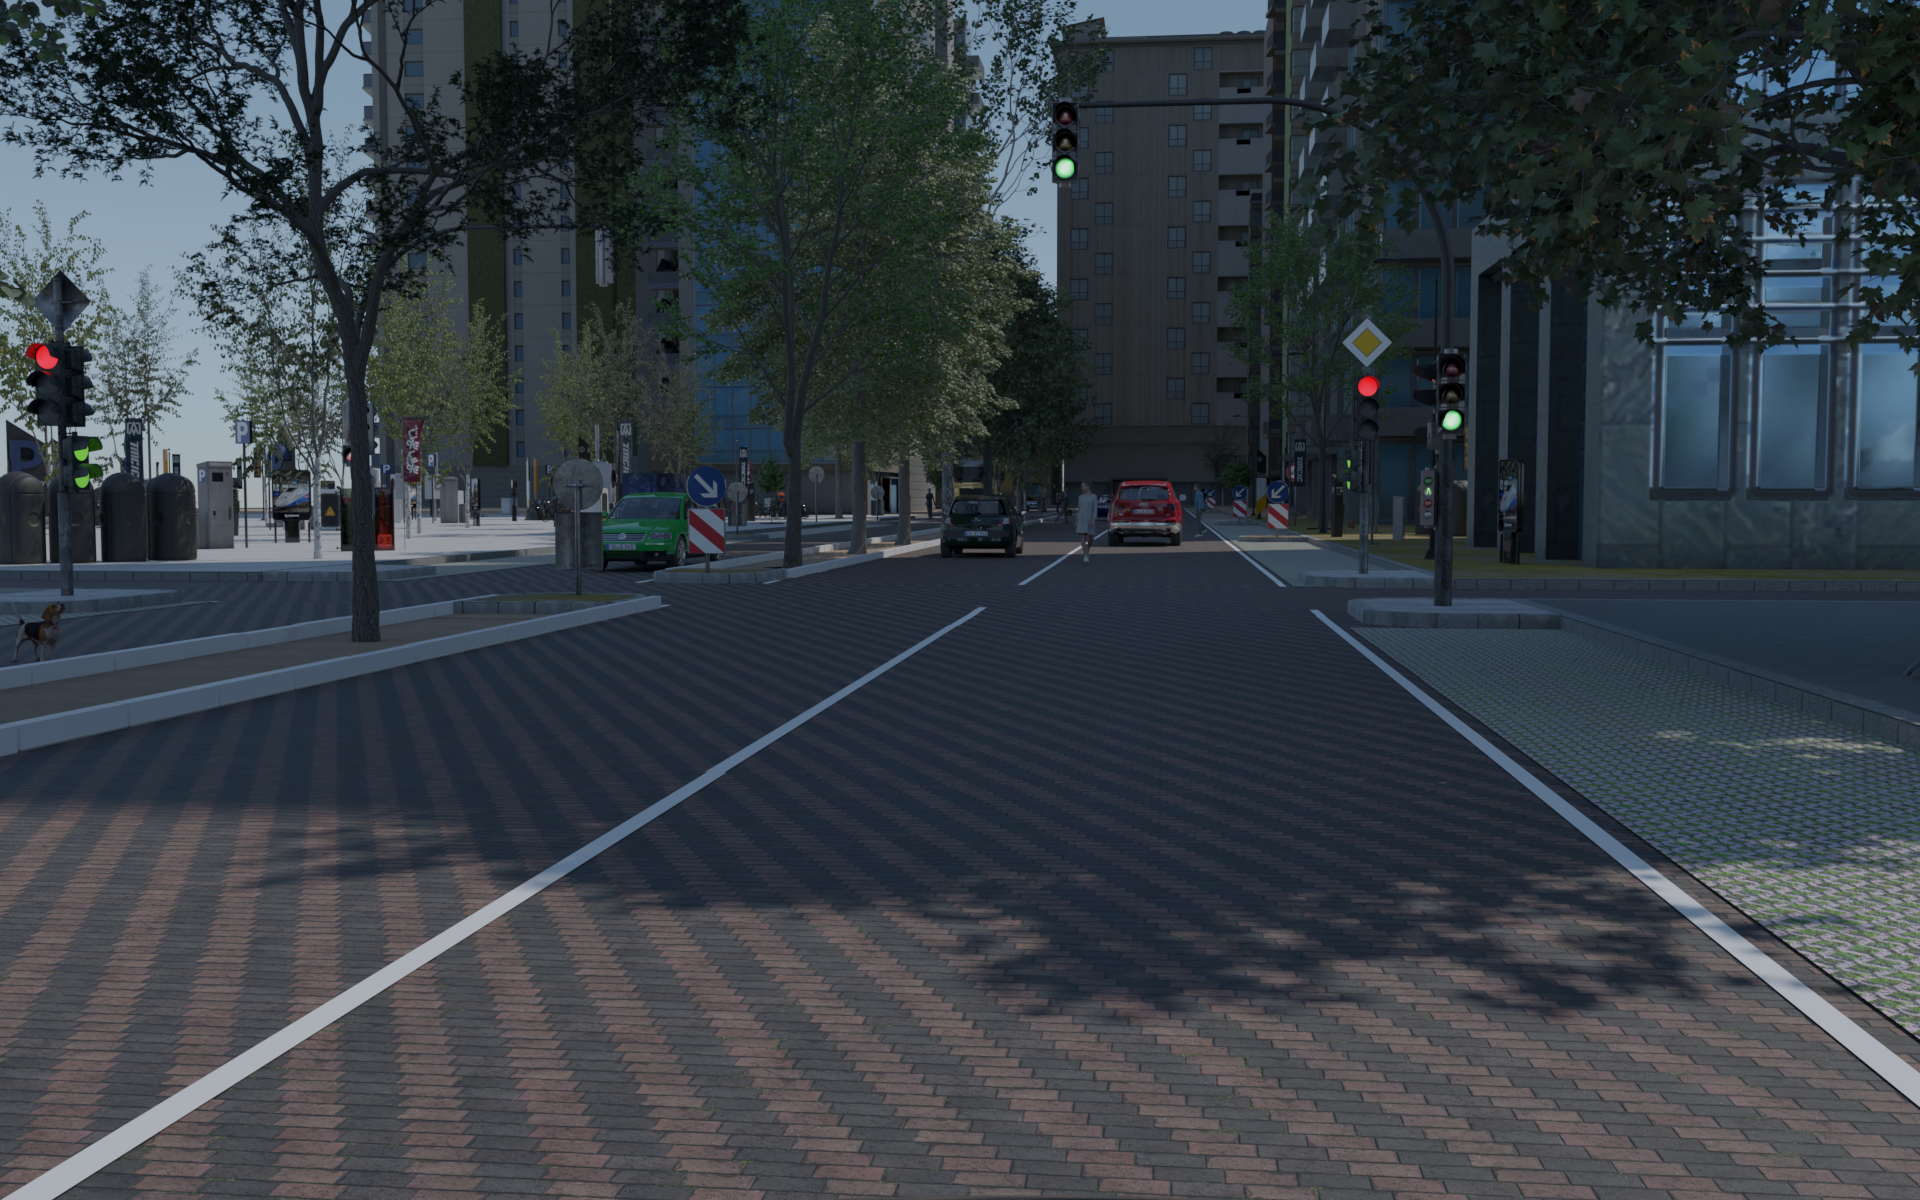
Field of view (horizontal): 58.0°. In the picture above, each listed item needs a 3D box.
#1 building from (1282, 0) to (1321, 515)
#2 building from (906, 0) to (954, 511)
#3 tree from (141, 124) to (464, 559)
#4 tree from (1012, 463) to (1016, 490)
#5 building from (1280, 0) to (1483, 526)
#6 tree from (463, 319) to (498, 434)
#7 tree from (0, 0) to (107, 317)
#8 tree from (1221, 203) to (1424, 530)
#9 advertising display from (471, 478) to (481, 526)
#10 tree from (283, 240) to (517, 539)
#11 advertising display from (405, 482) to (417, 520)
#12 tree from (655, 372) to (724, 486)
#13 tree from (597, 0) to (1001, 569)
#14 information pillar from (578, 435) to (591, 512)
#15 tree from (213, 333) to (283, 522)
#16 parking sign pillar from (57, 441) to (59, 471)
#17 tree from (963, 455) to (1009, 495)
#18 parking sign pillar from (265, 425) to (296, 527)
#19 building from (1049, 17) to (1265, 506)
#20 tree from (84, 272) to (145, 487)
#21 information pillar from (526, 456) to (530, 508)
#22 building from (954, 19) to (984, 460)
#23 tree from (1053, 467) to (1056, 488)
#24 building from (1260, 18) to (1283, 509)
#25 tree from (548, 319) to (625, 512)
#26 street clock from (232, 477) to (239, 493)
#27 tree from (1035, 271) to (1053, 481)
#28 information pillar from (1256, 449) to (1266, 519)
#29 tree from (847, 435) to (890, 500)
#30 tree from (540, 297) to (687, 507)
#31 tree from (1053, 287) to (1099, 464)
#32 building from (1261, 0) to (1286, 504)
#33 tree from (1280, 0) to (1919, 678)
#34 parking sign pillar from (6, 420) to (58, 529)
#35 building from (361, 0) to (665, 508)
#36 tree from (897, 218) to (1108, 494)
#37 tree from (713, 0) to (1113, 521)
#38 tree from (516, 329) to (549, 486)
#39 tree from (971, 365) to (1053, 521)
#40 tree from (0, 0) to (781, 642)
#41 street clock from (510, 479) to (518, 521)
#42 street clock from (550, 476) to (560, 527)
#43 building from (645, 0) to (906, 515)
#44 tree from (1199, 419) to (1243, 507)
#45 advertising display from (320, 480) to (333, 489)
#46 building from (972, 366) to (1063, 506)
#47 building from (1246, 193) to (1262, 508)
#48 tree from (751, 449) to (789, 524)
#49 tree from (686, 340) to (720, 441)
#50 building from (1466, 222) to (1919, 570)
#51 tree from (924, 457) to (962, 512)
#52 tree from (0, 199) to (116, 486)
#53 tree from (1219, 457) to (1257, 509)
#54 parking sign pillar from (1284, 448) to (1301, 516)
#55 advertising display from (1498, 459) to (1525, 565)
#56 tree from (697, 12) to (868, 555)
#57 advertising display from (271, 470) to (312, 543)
[{"bbox_3d":[27.485,-26.040,109.343,14.154,41.232,14.086,0,4,7],"label":"building"},{"bbox_3d":[-12.605,-36.173,133.434,21.231,58.520,28.212,0,4,7],"label":"building"},{"bbox_3d":[-12.948,-5.129,34.216,4.360,8.622,3.978,0,3,0],"label":"tree"},{"bbox_3d":[3.871,-13.182,165.882,4.360,8.622,3.978,0,3,0],"label":"tree"},{"bbox_3d":[27.607,-28.155,79.935,23.786,49.044,30.456,0,4,7],"label":"building"},{"bbox_3d":[-17.453,-6.480,56.304,4.360,8.622,3.978,0,3,0],"label":"tree"},{"bbox_3d":[-6.935,-5.954,6.459,9.857,13.997,8.962,0,3,0],"label":"tree"},{"bbox_3d":[13.020,-8.365,62.527,9.928,11.665,9.643,0,3,0],"label":"tree"},{"bbox_3d":[-19.334,-3.913,69.198,0.123,1.923,0.974,-2,4,-30],"label":"advertising display"},{"bbox_3d":[-16.017,-6.059,49.431,4.737,8.622,4.395,0,3,0],"label":"tree"},{"bbox_3d":[-27.181,-4.914,85.555,0.123,1.923,0.974,1,4,18],"label":"advertising display"},{"bbox_3d":[-16.155,-9.333,102.949,4.737,8.622,4.395,0,3,0],"label":"tree"},{"bbox_3d":[-3.073,-6.367,32.311,9.928,11.665,9.643,0,3,0],"label":"tree"},{"bbox_3d":[-14.978,-4.755,69.094,0.504,3.616,0.183,0,4,-6],"label":"information pillar"},{"bbox_3d":[-31.761,-7.869,79.028,4.737,8.622,4.395,0,3,0],"label":"tree"},{"bbox_3d":[-42.812,-5.788,83.111,1.447,3.967,1.447,-3,5,-42],"label":"parking sign pillar"},{"bbox_3d":[1.268,-12.271,150.988,4.360,8.622,3.978,0,3,0],"label":"tree"},{"bbox_3d":[-26.184,-4.808,67.089,1.447,3.967,1.447,-3,5,-43],"label":"parking sign pillar"},{"bbox_3d":[24.954,-37.357,200.025,27.495,52.752,28.713,0,4,7],"label":"building"},{"bbox_3d":[-26.723,-6.453,55.876,4.360,8.622,3.978,0,3,0],"label":"tree"},{"bbox_3d":[-26.836,-7.114,107.669,0.183,3.616,0.504,-2,4,-28],"label":"information pillar"},{"bbox_3d":[-13.285,-33.533,167.871,30.456,49.044,23.786,0,4,7],"label":"building"},{"bbox_3d":[3.414,-8.434,90.714,4.737,8.622,4.395,0,3,0],"label":"tree"},{"bbox_3d":[34.005,-30.750,152.872,14.600,45.320,14.200,0,4,7],"label":"building"},{"bbox_3d":[-16.288,-7.529,73.463,4.737,8.622,4.395,0,3,0],"label":"tree"},{"bbox_3d":[-31.528,-4.325,75.291,0.471,2.002,0.358,3,5,43],"label":"street clock"},{"bbox_3d":[-1.628,-7.829,48.588,7.486,12.596,7.792,0,3,0],"label":"tree"},{"bbox_3d":[15.442,-5.961,88.814,0.504,3.616,0.183,0,4,6],"label":"information pillar"},{"bbox_3d":[-4.941,-9.245,101.523,4.360,8.622,3.978,0,3,0],"label":"tree"},{"bbox_3d":[-13.072,-6.972,64.353,4.360,8.622,3.978,0,3,0],"label":"tree"},{"bbox_3d":[2.861,-10.020,84.416,7.486,12.596,7.792,0,3,0],"label":"tree"},{"bbox_3d":[34.418,-29.115,130.652,22.147,44.769,28.867,0,4,7],"label":"building"},{"bbox_3d":[7.021,-5.790,11.676,9.611,12.733,9.660,0,3,0],"label":"tree"},{"bbox_3d":[-33.852,-4.554,62.931,1.447,3.967,1.447,-3,4,-37],"label":"parking sign pillar"},{"bbox_3d":[-42.971,-38.552,172.330,28.212,58.520,21.231,0,4,7],"label":"building"},{"bbox_3d":[1.141,-9.252,70.730,9.611,12.733,9.660,0,3,0],"label":"tree"},{"bbox_3d":[-1.535,-12.306,59.551,12.611,20.169,13.585,0,3,0],"label":"tree"},{"bbox_3d":[-18.672,-7.050,65.625,4.737,8.622,4.395,0,3,0],"label":"tree"},{"bbox_3d":[1.718,-7.682,78.428,4.737,8.622,4.395,0,3,0],"label":"tree"},{"bbox_3d":[-5.683,-4.888,16.786,8.767,10.594,7.601,0,4,7],"label":"tree"},{"bbox_3d":[-20.999,-4.709,81.564,0.358,2.002,0.471,-2,4,-29],"label":"street clock"},{"bbox_3d":[-15.719,-3.850,67.526,0.358,2.002,0.471,2,4,32],"label":"street clock"},{"bbox_3d":[-11.382,-28.273,112.376,14.600,45.320,14.200,0,4,7],"label":"building"},{"bbox_3d":[25.349,-13.338,168.443,4.360,8.622,3.978,0,3,0],"label":"tree"},{"bbox_3d":[-30.140,-4.706,82.160,0.974,1.923,0.123,0,4,-6],"label":"advertising display"},{"bbox_3d":[-3.049,-21.972,204.273,28.899,21.520,27.650,0,4,7],"label":"building"},{"bbox_3d":[34.782,-24.205,167.460,14.160,30.474,14.107,0,4,7],"label":"building"},{"bbox_3d":[-8.198,-4.870,74.229,1.663,3.219,1.824,0,3,0],"label":"tree"},{"bbox_3d":[-13.310,-7.928,79.978,4.360,8.622,3.978,0,3,0],"label":"tree"},{"bbox_3d":[27.663,-44.267,36.429,31.000,86.520,22.319,0,4,7],"label":"building"},{"bbox_3d":[-0.938,-8.673,125.514,4.285,4.588,4.351,0,3,0],"label":"tree"},{"bbox_3d":[-22.650,-5.638,42.543,4.737,8.622,4.395,0,3,0],"label":"tree"},{"bbox_3d":[24.350,-10.284,151.859,4.285,4.588,4.351,0,3,0],"label":"tree"},{"bbox_3d":[19.161,-6.873,100.844,1.447,3.967,1.447,1,4,17],"label":"parking sign pillar"},{"bbox_3d":[10.143,-1.633,31.908,0.123,1.923,0.974,0,4,-3],"label":"advertising display"},{"bbox_3d":[-2.459,-7.369,41.062,7.486,12.596,7.792,0,3,0],"label":"tree"},{"bbox_3d":[-17.614,-2.474,45.659,0.974,1.923,0.123,-1,4,-9],"label":"advertising display"}]
